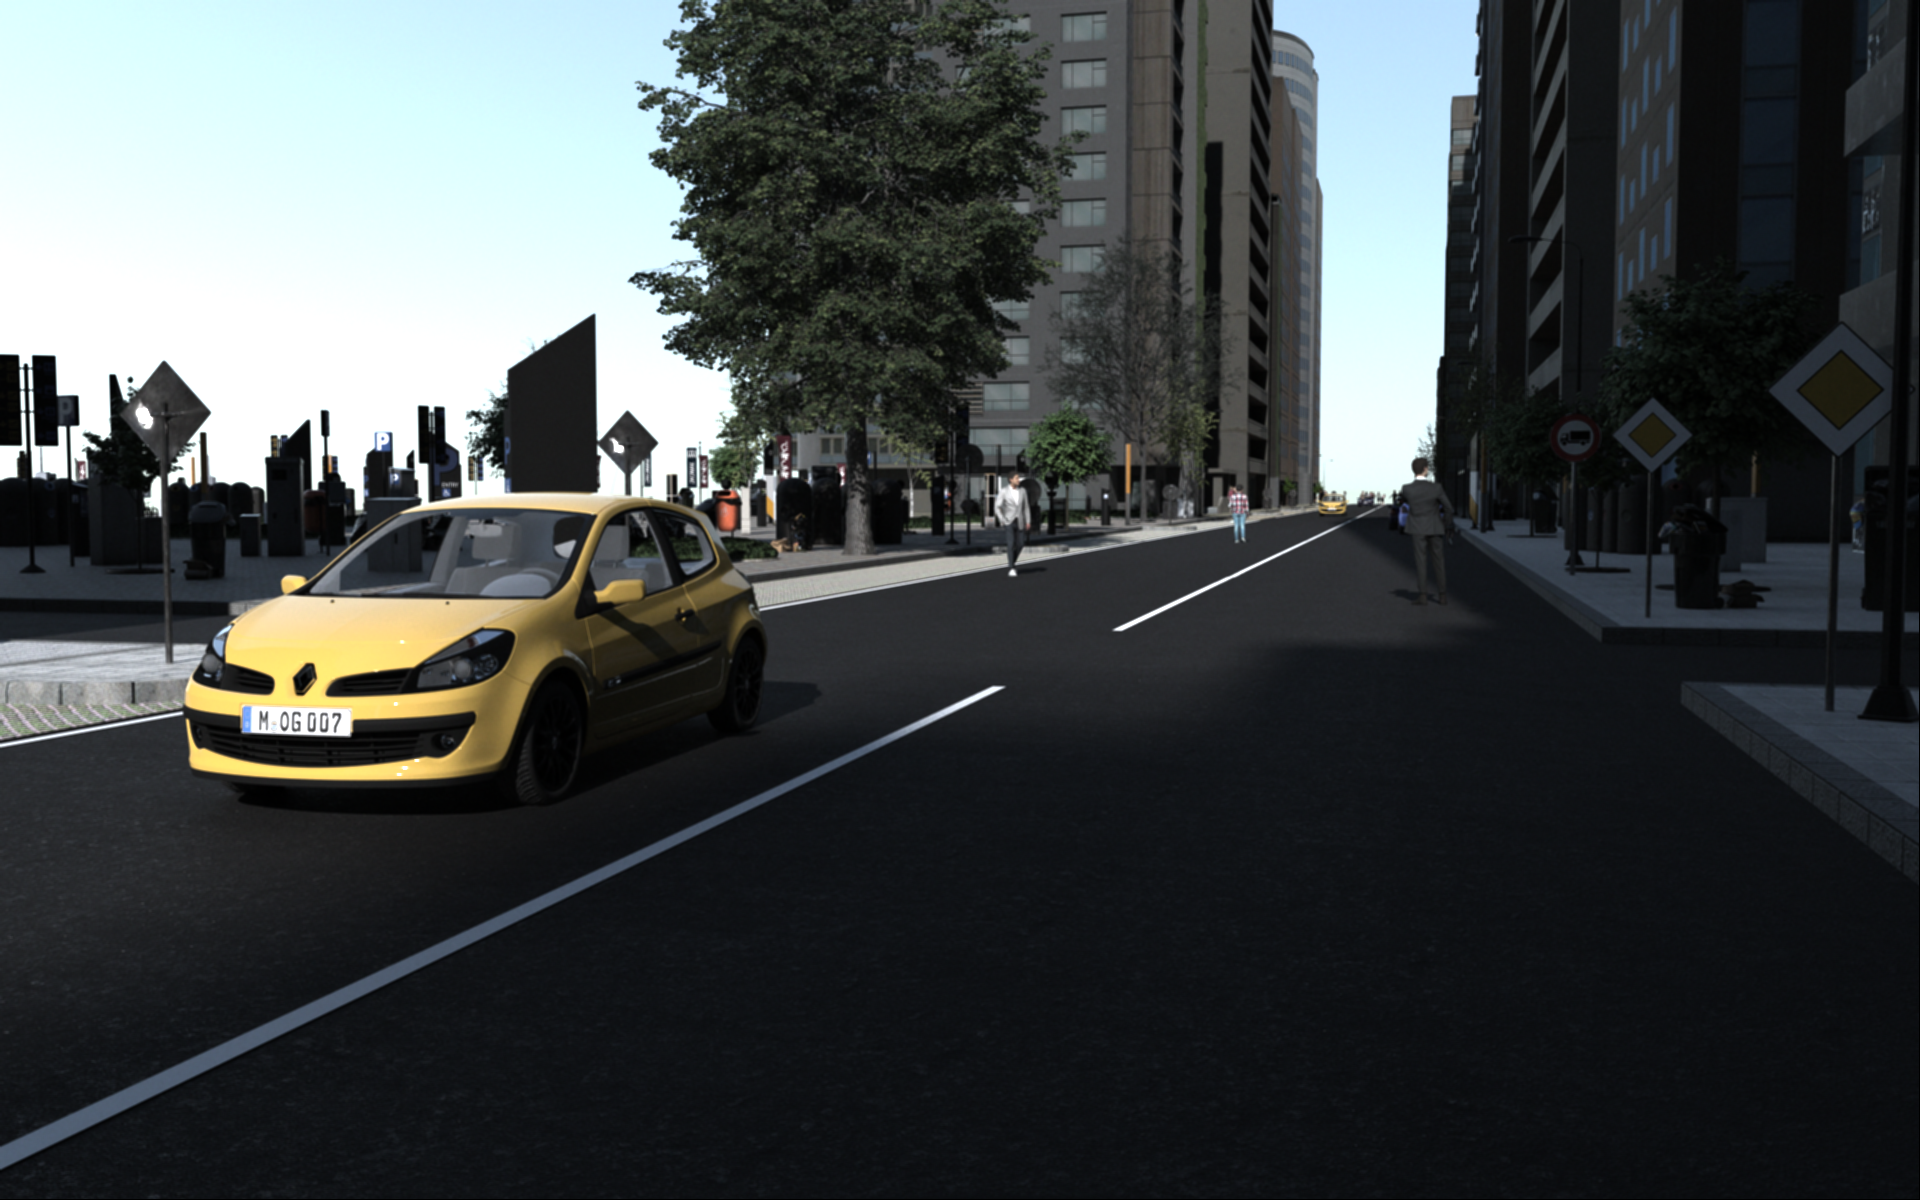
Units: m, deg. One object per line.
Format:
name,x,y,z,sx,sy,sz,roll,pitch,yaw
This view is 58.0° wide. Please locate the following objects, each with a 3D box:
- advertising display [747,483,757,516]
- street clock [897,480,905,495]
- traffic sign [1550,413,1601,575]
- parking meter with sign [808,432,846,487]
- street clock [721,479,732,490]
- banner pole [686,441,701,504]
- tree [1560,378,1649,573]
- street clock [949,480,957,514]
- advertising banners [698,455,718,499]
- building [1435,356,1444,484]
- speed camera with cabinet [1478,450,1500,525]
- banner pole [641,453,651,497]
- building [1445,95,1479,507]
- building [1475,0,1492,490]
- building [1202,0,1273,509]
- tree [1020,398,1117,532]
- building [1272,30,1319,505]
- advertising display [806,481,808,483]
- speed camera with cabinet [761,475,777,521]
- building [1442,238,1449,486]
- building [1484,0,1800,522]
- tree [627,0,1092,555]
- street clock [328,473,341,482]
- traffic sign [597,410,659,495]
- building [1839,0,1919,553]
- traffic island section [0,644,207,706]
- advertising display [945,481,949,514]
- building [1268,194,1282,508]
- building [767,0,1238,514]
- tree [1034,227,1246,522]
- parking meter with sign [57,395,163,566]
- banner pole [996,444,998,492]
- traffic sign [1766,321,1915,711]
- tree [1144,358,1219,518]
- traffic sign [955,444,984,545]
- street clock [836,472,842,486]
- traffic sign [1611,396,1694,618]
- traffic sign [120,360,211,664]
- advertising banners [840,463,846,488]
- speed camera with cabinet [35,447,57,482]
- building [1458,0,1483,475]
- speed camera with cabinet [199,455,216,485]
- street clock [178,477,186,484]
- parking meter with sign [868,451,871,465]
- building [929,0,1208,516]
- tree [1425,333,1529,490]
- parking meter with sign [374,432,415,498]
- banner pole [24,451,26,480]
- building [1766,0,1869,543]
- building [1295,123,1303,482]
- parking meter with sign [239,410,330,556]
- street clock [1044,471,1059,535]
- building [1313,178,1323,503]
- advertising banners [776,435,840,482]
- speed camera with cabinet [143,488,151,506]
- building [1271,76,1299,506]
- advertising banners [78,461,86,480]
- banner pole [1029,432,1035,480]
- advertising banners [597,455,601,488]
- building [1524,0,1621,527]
advertising display,-12.016,-5.860,101.021,0.974,1.923,0.123,1,4,21
street clock,-3.056,-5.108,88.091,0.471,2.002,0.358,0,4,-8
traffic sign,9.689,-1.665,27.330,0.768,2.556,0.104,1,4,16
parking meter with sign,-3.786,-3.118,47.247,1.738,3.016,0.543,-1,4,-22
street clock,-11.287,-4.841,83.713,0.471,2.002,0.358,-2,4,-35
banner pole,-12.561,-5.640,82.227,0.863,3.779,0.401,-1,4,-10
tree,10.706,-2.081,28.618,1.663,3.219,1.824,0,3,0
street clock,-0.395,-5.261,90.594,0.471,2.002,0.358,-2,4,-31
advertising banners,-11.017,-5.037,78.548,0.090,3.025,2.074,3,5,44
building,77.072,-23.395,227.539,27.650,21.520,28.899,1,4,14
speed camera with cabinet,22.401,-4.846,73.562,0.660,3.252,2.038,2,4,32
banner pole,-13.204,-5.054,72.646,0.863,3.779,0.401,3,5,40
building,57.777,-30.331,179.499,14.154,41.232,14.086,1,4,14
building,45.841,-35.106,115.988,21.231,58.520,28.212,1,4,14
building,14.193,-31.802,143.667,21.300,48.544,21.600,1,4,14
tree,3.570,-4.599,58.911,4.285,4.588,4.351,0,3,0
building,33.832,-41.495,220.439,21.231,58.520,28.212,1,4,14
advertising display,-7.215,-4.948,86.117,0.974,1.923,0.123,0,4,2
speed camera with cabinet,-8.928,-5.456,83.542,0.660,3.252,2.038,-2,4,-29
building,61.579,-25.863,194.568,14.160,30.474,14.107,1,4,14
building,36.916,-27.283,96.187,14.600,45.320,14.200,1,4,14
tree,-2.145,-7.915,36.068,9.857,13.997,8.962,0,3,0
street clock,-21.074,-3.286,58.299,0.358,2.002,0.471,2,4,24
traffic sign,-3.991,-1.049,20.793,0.795,2.450,0.064,1,4,14
building,29.864,-24.771,24.611,30.456,49.044,23.786,1,4,14
traffic island section,-6.012,0.560,13.129,2.009,0.180,2.903,1,4,14
advertising display,-0.912,-4.718,82.347,0.123,1.923,0.974,3,5,43
building,22.369,-23.858,161.783,14.160,30.474,14.107,1,4,14
building,3.220,-26.383,123.246,32.217,40.220,23.993,1,4,14
tree,8.403,-10.351,79.614,12.009,13.543,11.850,0,3,0
parking meter with sign,-15.321,-2.144,31.323,0.543,3.016,1.738,2,4,30
banner pole,1.854,-5.941,87.157,0.401,3.779,0.863,0,4,4
traffic sign,5.138,-0.400,10.178,0.795,2.450,0.064,1,4,14
tree,11.892,-8.665,92.032,4.737,8.622,4.395,0,3,0
traffic sign,0.217,-2.675,43.850,0.768,2.556,0.104,1,4,17
street clock,-4.121,-3.237,57.499,0.358,2.002,0.471,1,4,19
traffic sign,7.135,-0.873,17.910,0.795,2.450,0.064,1,4,14
traffic sign,-5.987,-0.576,13.061,0.795,2.450,0.064,1,4,14
advertising banners,-5.931,-6.215,97.796,2.074,3.025,0.090,0,4,8
speed camera with cabinet,-38.366,-4.743,71.889,0.660,3.252,2.038,0,4,6
building,54.503,-32.090,144.285,23.786,49.044,30.456,1,4,14
speed camera with cabinet,-37.569,-5.740,88.178,2.038,3.252,0.660,-3,5,-40
street clock,-33.468,-4.278,74.520,0.358,2.002,0.471,-1,4,-10
parking meter with sign,-4.243,-4.606,71.577,0.543,3.016,1.738,-1,4,-23
building,6.785,-25.621,102.491,14.154,41.232,14.086,1,4,14
tree,23.832,-7.849,78.698,4.737,8.622,4.395,0,3,0
parking meter with sign,-15.872,-3.248,49.366,0.543,3.016,1.738,1,4,19
banner pole,-53.798,-6.696,99.495,0.401,3.779,0.863,0,4,-8
building,27.207,-24.432,49.570,14.600,45.320,14.200,1,4,14
building,31.607,-33.548,198.621,14.600,45.320,14.200,1,4,14
parking meter with sign,-13.968,-2.419,35.818,1.738,3.016,0.543,-1,4,-11
street clock,2.889,-3.061,54.620,0.358,2.002,0.471,-2,4,-33
building,42.737,-36.104,240.410,14.600,45.320,14.200,1,4,14
advertising banners,-4.584,-3.394,51.673,2.074,3.025,0.090,-2,4,-35
speed camera with cabinet,-49.743,-6.771,105.040,0.660,3.252,2.038,0,4,-4
building,27.639,-32.671,184.288,14.600,45.320,14.200,1,4,14
advertising banners,-45.170,-5.760,90.368,2.074,3.025,0.090,1,4,19
banner pole,2.901,-4.869,69.620,0.401,3.779,0.863,1,4,21
advertising banners,-16.538,-4.944,77.030,0.090,3.025,2.074,2,4,24
building,36.357,-27.530,73.815,21.300,48.544,21.600,1,4,14
